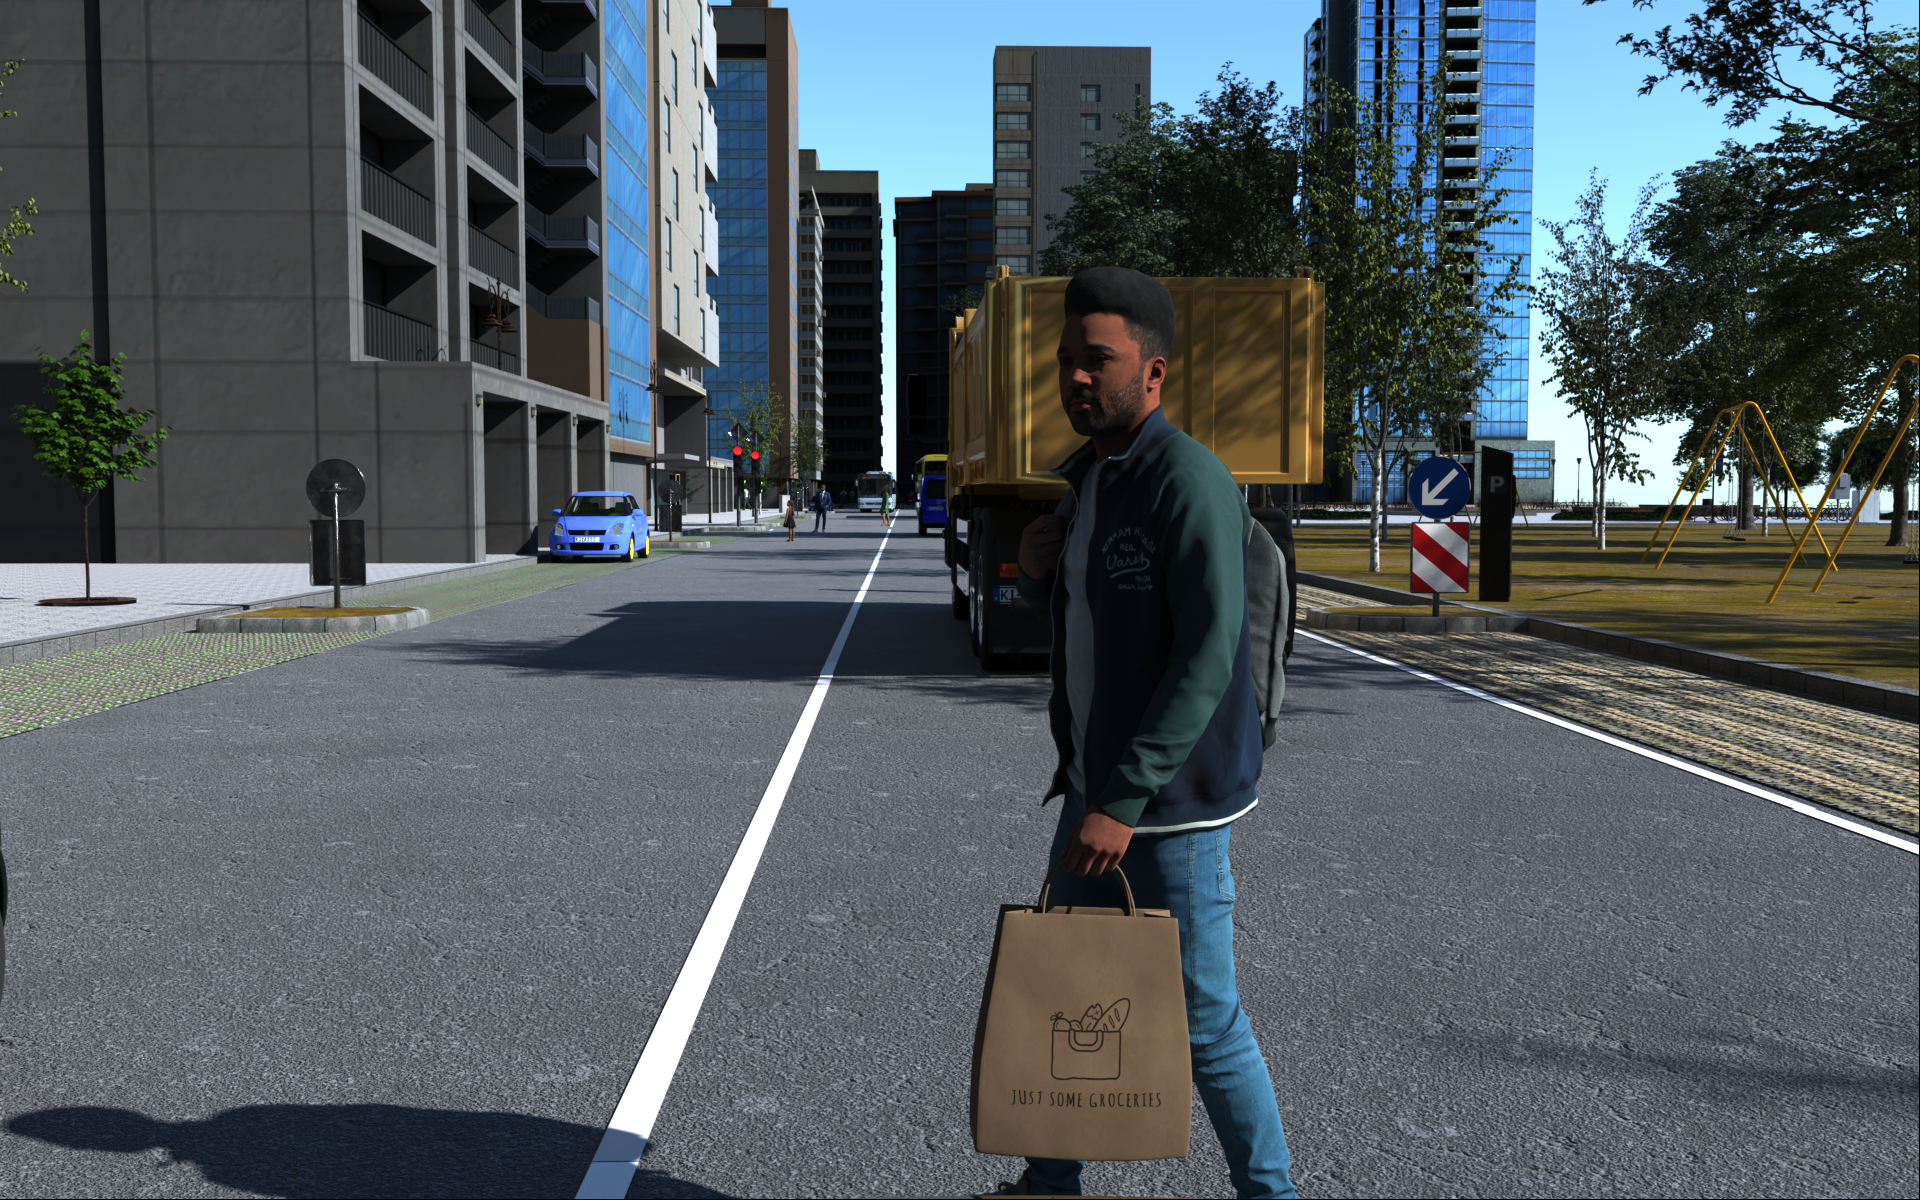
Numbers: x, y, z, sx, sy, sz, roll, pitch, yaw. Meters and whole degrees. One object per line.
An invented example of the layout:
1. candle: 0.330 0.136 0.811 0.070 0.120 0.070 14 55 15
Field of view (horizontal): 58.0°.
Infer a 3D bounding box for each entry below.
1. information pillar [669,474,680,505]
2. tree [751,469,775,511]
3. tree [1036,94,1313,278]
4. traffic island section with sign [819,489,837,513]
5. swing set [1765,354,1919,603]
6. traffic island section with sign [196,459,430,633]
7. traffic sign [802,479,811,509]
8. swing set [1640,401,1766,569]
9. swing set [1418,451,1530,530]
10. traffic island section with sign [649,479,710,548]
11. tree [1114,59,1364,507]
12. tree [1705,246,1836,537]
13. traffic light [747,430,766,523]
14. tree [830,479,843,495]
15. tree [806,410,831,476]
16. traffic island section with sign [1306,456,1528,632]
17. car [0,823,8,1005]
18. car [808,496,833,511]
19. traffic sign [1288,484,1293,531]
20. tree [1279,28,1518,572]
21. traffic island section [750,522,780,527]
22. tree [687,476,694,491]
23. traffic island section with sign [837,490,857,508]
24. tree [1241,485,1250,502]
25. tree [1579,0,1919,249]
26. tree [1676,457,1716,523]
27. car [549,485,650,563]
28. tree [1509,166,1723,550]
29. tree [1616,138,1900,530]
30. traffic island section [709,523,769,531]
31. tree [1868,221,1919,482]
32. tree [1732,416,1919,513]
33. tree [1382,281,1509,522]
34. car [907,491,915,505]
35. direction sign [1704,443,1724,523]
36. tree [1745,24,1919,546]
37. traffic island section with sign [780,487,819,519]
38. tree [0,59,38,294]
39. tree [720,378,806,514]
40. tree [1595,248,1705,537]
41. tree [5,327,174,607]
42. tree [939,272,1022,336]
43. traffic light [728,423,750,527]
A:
1. information pillar: -10.463 -3.608 63.477 0.304 2.012 0.304 1 4 20
2. tree: -15.503 -8.571 134.739 1.663 3.219 1.824 0 3 0
3. tree: 6.961 -9.163 56.469 9.857 13.997 8.962 0 3 0
4. traffic island section with sign: -10.317 -7.328 128.436 1.989 1.847 2.006 0 4 -2
5. swing set: 11.543 -1.413 20.720 2.862 2.851 3.119 3 4 36
6. traffic island section with sign: -6.863 -0.615 18.685 1.989 1.847 2.006 0 4 -2
7. traffic sign: -12.833 -8.859 144.946 0.768 2.556 0.104 0 4 1
8. swing set: 13.766 -2.029 30.788 2.862 2.851 3.119 1 4 17
9. swing set: 18.951 -4.041 63.685 2.862 2.851 3.119 -2 4 -28
10. traffic island section with sign: -7.730 -2.301 46.250 1.989 1.847 2.006 0 4 -2
11. tree: 6.390 -6.343 38.129 7.601 10.594 8.767 -1 4 -13
12. tree: 24.375 -6.240 52.392 4.737 8.622 4.395 0 3 0
13. traffic light: -8.959 -5.337 76.175 0.839 4.253 0.868 0 4 -2
14. tree: -15.649 -13.787 220.016 1.663 3.219 1.824 0 3 0
15. tree: -13.391 -12.127 148.639 4.737 8.622 4.395 0 3 0
16. traffic island section with sign: 4.853 -0.621 18.784 1.989 1.847 2.006 0 4 -2
17. car: -3.149 0.444 2.527 2.009 1.686 4.222 0 4 -1
18. car: -10.637 -7.328 132.400 1.945 1.354 3.894 0 4 -1
19. traffic sign: 6.125 -1.957 32.099 0.768 2.556 0.104 0 4 6
20. tree: 7.058 -4.783 28.567 4.737 8.622 4.395 0 3 0
21. traffic island section: -9.000 -3.304 76.308 2.009 0.180 2.903 0 4 -2
22. tree: -17.454 -6.864 106.820 1.663 3.219 1.824 0 3 0
23. traffic island section with sign: -11.878 -10.361 178.027 1.989 1.847 2.006 0 4 -2
24. tree: 18.371 -9.752 109.800 4.360 8.622 3.978 0 3 0
25. tree: 8.300 -4.733 11.804 8.767 10.594 7.601 0 4 -5
26. tree: 33.325 -5.112 78.177 1.663 3.219 1.824 0 3 0
27. car: -7.707 -1.686 37.154 1.945 1.707 3.694 0 4 -3
28. tree: 15.054 -5.464 39.702 4.360 8.622 3.978 0 3 0
29. tree: 28.269 -9.496 61.919 9.857 13.997 8.962 0 3 0
30. traffic island section: -8.749 -2.816 68.327 2.009 0.180 2.903 0 4 -2
31. tree: 19.458 -5.066 33.199 4.737 8.622 4.395 0 3 0
32. tree: 58.982 -9.499 118.210 11.467 7.101 20.602 -1 4 -12
33. tree: 16.366 -6.595 58.183 4.360 8.622 3.978 0 3 0
34. car: -5.746 -13.216 224.746 2.281 1.827 5.304 0 4 -2
35. direction sign: 33.346 -5.178 76.653 0.876 3.537 0.379 -1 4 -9
36. tree: 23.376 -7.619 42.690 7.486 12.596 7.792 0 3 0
37. traffic island section with sign: -9.466 -5.678 101.455 1.989 1.847 2.006 0 4 -2
38. tree: -16.274 -4.663 26.608 4.737 8.622 4.395 0 3 0
39. tree: -12.772 -9.677 108.575 4.737 8.622 4.395 0 3 0
40. tree: 19.049 -6.183 51.454 4.737 8.622 4.395 0 3 0
41. tree: -10.070 -1.566 20.210 1.663 3.219 1.824 0 3 0
42. tree: 4.850 -17.713 145.502 12.611 20.169 13.585 0 3 0
43. traffic light: -8.709 -4.849 68.194 0.839 4.253 0.868 0 4 -2
